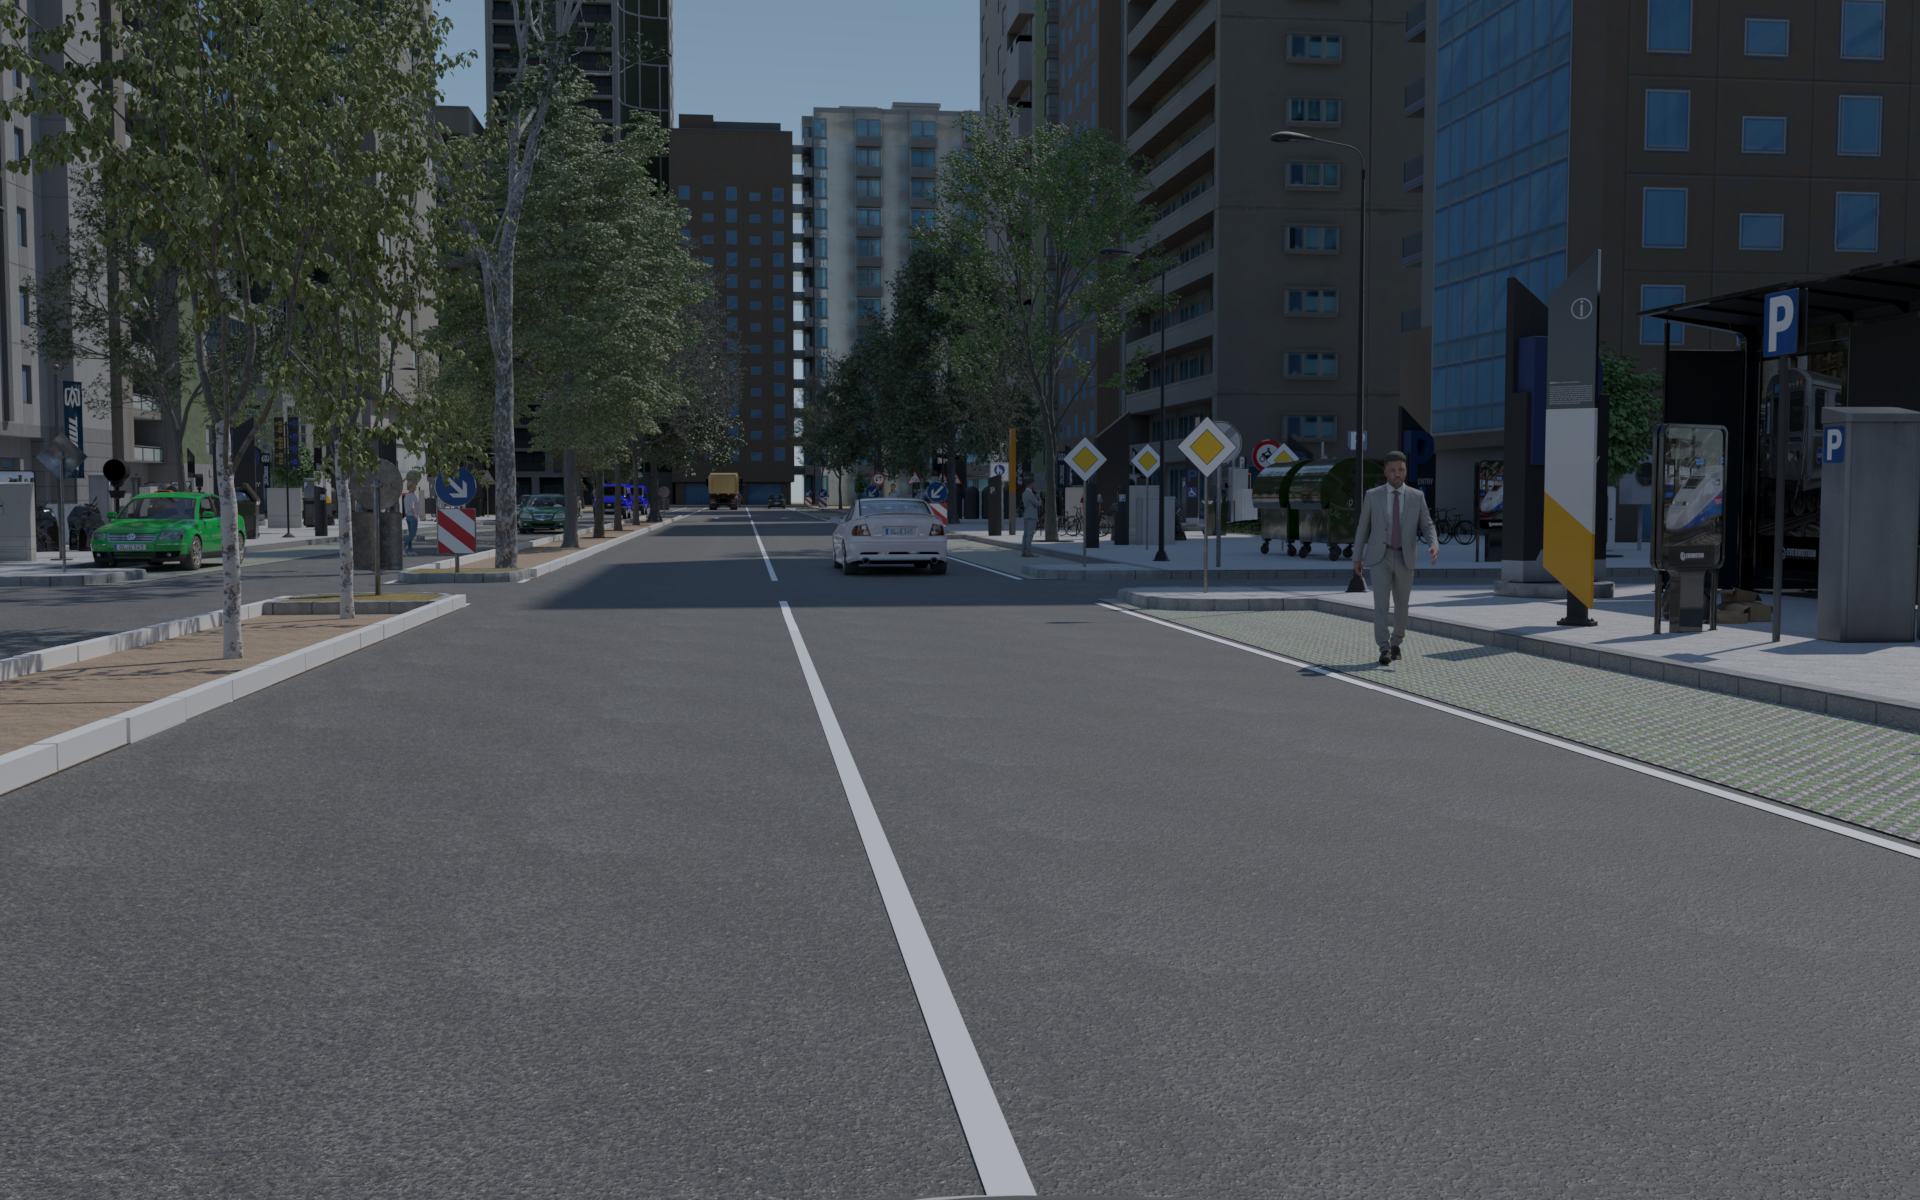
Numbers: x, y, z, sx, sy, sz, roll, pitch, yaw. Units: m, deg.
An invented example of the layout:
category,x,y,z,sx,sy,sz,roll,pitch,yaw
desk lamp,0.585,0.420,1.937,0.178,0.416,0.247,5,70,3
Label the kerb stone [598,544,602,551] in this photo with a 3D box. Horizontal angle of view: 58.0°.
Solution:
category,x,y,z,sx,sy,sz,roll,pitch,yaw
kerb stone,-8.937,-1.239,42.457,0.120,0.150,1.000,0,4,-7

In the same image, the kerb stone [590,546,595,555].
category,x,y,z,sx,sy,sz,roll,pitch,yaw
kerb stone,-8.678,-1.115,40.420,0.120,0.150,1.000,0,4,-7

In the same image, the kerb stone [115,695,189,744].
category,x,y,z,sx,sy,sz,roll,pitch,yaw
kerb stone,-4.881,0.720,10.424,0.120,0.150,1.000,0,4,-7

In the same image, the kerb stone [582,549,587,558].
category,x,y,z,sx,sy,sz,roll,pitch,yaw
kerb stone,-8.421,-0.989,38.392,0.120,0.150,1.000,0,4,-7

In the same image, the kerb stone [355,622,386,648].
category,x,y,z,sx,sy,sz,roll,pitch,yaw
kerb stone,-5.663,0.351,16.508,0.120,0.150,1.000,0,4,-7

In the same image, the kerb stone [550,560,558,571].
category,x,y,z,sx,sy,sz,roll,pitch,yaw
kerb stone,-7.653,-0.613,32.296,0.120,0.150,1.000,0,4,-7

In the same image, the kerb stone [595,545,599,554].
category,x,y,z,sx,sy,sz,roll,pitch,yaw
kerb stone,-8.807,-1.177,41.434,0.120,0.150,1.000,0,4,-7

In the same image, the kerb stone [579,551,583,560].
category,x,y,z,sx,sy,sz,roll,pitch,yaw
kerb stone,-8.296,-0.929,37.377,0.120,0.150,1.000,0,4,-7

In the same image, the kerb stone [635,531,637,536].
category,x,y,z,sx,sy,sz,roll,pitch,yaw
kerb stone,-10.742,-2.112,56.721,0.120,0.150,1.000,0,4,-7

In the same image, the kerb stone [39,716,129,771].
category,x,y,z,sx,sy,sz,roll,pitch,yaw
kerb stone,-4.767,0.782,9.408,0.120,0.150,1.000,0,4,-7

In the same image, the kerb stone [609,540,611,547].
category,x,y,z,sx,sy,sz,roll,pitch,yaw
kerb stone,-9.325,-1.423,45.517,0.120,0.150,1.000,0,4,-7

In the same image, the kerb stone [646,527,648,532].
category,x,y,z,sx,sy,sz,roll,pitch,yaw
kerb stone,-11.510,-2.484,62.812,0.120,0.150,1.000,0,4,-7

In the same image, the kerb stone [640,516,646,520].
category,x,y,z,sx,sy,sz,roll,pitch,yaw
kerb stone,-18.352,-4.773,100.235,0.120,0.150,1.000,0,4,-7

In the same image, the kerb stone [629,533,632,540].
category,x,y,z,sx,sy,sz,roll,pitch,yaw
kerb stone,-10.352,-1.925,53.674,0.120,0.150,1.000,0,4,-7

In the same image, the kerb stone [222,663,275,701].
category,x,y,z,sx,sy,sz,roll,pitch,yaw
kerb stone,-5.143,0.597,12.451,0.120,0.150,1.000,0,4,-7

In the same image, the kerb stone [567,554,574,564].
category,x,y,z,sx,sy,sz,roll,pitch,yaw
kerb stone,-8.035,-0.804,35.342,0.120,0.150,1.000,0,4,-7

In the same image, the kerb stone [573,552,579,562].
category,x,y,z,sx,sy,sz,roll,pitch,yaw
kerb stone,-8.165,-0.865,36.363,0.120,0.150,1.000,0,4,-7

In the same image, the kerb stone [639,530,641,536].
category,x,y,z,sx,sy,sz,roll,pitch,yaw
kerb stone,-11.001,-2.236,58.750,0.120,0.150,1.000,0,4,-7

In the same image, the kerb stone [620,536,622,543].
category,x,y,z,sx,sy,sz,roll,pitch,yaw
kerb stone,-9.843,-1.674,49.593,0.120,0.150,1.000,0,4,-7

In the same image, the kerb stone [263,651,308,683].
category,x,y,z,sx,sy,sz,roll,pitch,yaw
kerb stone,-5.278,0.534,13.464,0.120,0.150,1.000,0,4,-7

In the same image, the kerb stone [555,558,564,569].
category,x,y,z,sx,sy,sz,roll,pitch,yaw
kerb stone,-7.781,-0.680,33.310,0.120,0.150,1.000,0,4,-7

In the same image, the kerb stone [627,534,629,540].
category,x,y,z,sx,sy,sz,roll,pitch,yaw
kerb stone,-10.230,-1.863,52.659,0.120,0.150,1.000,0,4,-7

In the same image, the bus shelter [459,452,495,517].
category,x,y,z,sx,sy,sz,roll,pitch,yaw
bus shelter,-27.501,-6.639,99.825,1.731,3.624,6.357,0,4,-7

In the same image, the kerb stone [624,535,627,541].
category,x,y,z,sx,sy,sz,roll,pitch,yaw
kerb stone,-10.090,-1.799,51.626,0.120,0.150,1.000,0,4,-7

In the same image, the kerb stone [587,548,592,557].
category,x,y,z,sx,sy,sz,roll,pitch,yaw
kerb stone,-8.545,-1.053,39.406,0.120,0.150,1.000,0,4,-7

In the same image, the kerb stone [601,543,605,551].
category,x,y,z,sx,sy,sz,roll,pitch,yaw
kerb stone,-9.070,-1.302,43.479,0.120,0.150,1.000,0,4,-7

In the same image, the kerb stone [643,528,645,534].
category,x,y,z,sx,sy,sz,roll,pitch,yaw
kerb stone,-11.249,-2.359,60.783,0.120,0.150,1.000,0,4,-7

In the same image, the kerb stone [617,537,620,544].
category,x,y,z,sx,sy,sz,roll,pitch,yaw
kerb stone,-9.712,-1.613,48.566,0.120,0.150,1.000,0,4,-7

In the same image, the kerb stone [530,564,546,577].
category,x,y,z,sx,sy,sz,roll,pitch,yaw
kerb stone,-7.398,-0.494,30.266,0.120,0.150,1.000,0,4,-7

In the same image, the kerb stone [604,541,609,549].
category,x,y,z,sx,sy,sz,roll,pitch,yaw
kerb stone,-9.190,-1.364,44.494,0.120,0.150,1.000,0,4,-7

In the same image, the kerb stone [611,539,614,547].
category,x,y,z,sx,sy,sz,roll,pitch,yaw
kerb stone,-9.455,-1.488,46.531,0.120,0.150,1.000,0,4,-7

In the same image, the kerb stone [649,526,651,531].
category,x,y,z,sx,sy,sz,roll,pitch,yaw
kerb stone,-11.766,-2.609,64.845,0.120,0.150,1.000,0,4,-7

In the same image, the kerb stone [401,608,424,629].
category,x,y,z,sx,sy,sz,roll,pitch,yaw
kerb stone,-5.913,0.226,18.538,0.120,0.150,1.000,0,4,-7

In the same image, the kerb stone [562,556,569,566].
category,x,y,z,sx,sy,sz,roll,pitch,yaw
kerb stone,-7.916,-0.742,34.323,0.120,0.150,1.000,0,4,-7

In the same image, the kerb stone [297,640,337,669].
category,x,y,z,sx,sy,sz,roll,pitch,yaw
kerb stone,-5.408,0.472,14.478,0.120,0.150,1.000,0,4,-7

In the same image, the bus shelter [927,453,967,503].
category,x,y,z,sx,sy,sz,roll,pitch,yaw
bus shelter,-0.763,-6.752,101.685,1.731,3.624,6.357,0,4,-7

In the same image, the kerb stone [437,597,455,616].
category,x,y,z,sx,sy,sz,roll,pitch,yaw
kerb stone,-6.176,0.099,20.582,0.120,0.150,1.000,0,4,-7

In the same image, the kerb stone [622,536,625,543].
category,x,y,z,sx,sy,sz,roll,pitch,yaw
kerb stone,-9.969,-1.738,50.607,0.120,0.150,1.000,0,4,-7

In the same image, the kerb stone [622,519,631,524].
category,x,y,z,sx,sy,sz,roll,pitch,yaw
kerb stone,-16.555,-3.901,85.970,0.120,0.150,1.000,0,4,-7

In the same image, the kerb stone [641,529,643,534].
category,x,y,z,sx,sy,sz,roll,pitch,yaw
kerb stone,-11.121,-2.296,59.765,0.120,0.150,1.000,0,4,-7

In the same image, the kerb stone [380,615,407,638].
category,x,y,z,sx,sy,sz,roll,pitch,yaw
kerb stone,-5.784,0.286,17.523,0.120,0.150,1.000,0,4,-7

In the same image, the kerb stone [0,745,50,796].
category,x,y,z,sx,sy,sz,roll,pitch,yaw
kerb stone,-4.638,0.847,8.394,0.120,0.150,1.000,0,4,-7

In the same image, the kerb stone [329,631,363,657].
category,x,y,z,sx,sy,sz,roll,pitch,yaw
kerb stone,-5.538,0.412,15.491,0.120,0.150,1.000,0,4,-7

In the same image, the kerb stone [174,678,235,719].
category,x,y,z,sx,sy,sz,roll,pitch,yaw
kerb stone,-5.014,0.658,11.437,0.120,0.150,1.000,0,4,-7

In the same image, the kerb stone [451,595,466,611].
category,x,y,z,sx,sy,sz,roll,pitch,yaw
kerb stone,-6.302,0.037,21.599,0.120,0.150,1.000,0,4,-7

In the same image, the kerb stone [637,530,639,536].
category,x,y,z,sx,sy,sz,roll,pitch,yaw
kerb stone,-10.875,-2.174,57.735,0.120,0.150,1.000,0,4,-7

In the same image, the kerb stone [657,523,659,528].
category,x,y,z,sx,sy,sz,roll,pitch,yaw
kerb stone,-12.535,-2.979,70.947,0.120,0.150,1.000,0,4,-7

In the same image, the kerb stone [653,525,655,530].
category,x,y,z,sx,sy,sz,roll,pitch,yaw
kerb stone,-12.145,-2.795,67.899,0.120,0.150,1.000,0,4,-7

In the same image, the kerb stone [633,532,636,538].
category,x,y,z,sx,sy,sz,roll,pitch,yaw
kerb stone,-10.607,-2.049,55.704,0.120,0.150,1.000,0,4,-7

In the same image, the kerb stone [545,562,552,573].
category,x,y,z,sx,sy,sz,roll,pitch,yaw
kerb stone,-7.533,-0.553,31.280,0.120,0.150,1.000,0,4,-7

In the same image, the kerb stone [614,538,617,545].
category,x,y,z,sx,sy,sz,roll,pitch,yaw
kerb stone,-9.587,-1.551,47.552,0.120,0.150,1.000,0,4,-7

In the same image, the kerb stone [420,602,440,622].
category,x,y,z,sx,sy,sz,roll,pitch,yaw
kerb stone,-6.050,0.162,19.560,0.120,0.150,1.000,0,4,-7

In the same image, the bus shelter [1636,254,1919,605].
category,x,y,z,sx,sy,sz,roll,pitch,yaw
bus shelter,9.962,-1.727,19.514,1.731,3.624,6.357,0,4,-7
